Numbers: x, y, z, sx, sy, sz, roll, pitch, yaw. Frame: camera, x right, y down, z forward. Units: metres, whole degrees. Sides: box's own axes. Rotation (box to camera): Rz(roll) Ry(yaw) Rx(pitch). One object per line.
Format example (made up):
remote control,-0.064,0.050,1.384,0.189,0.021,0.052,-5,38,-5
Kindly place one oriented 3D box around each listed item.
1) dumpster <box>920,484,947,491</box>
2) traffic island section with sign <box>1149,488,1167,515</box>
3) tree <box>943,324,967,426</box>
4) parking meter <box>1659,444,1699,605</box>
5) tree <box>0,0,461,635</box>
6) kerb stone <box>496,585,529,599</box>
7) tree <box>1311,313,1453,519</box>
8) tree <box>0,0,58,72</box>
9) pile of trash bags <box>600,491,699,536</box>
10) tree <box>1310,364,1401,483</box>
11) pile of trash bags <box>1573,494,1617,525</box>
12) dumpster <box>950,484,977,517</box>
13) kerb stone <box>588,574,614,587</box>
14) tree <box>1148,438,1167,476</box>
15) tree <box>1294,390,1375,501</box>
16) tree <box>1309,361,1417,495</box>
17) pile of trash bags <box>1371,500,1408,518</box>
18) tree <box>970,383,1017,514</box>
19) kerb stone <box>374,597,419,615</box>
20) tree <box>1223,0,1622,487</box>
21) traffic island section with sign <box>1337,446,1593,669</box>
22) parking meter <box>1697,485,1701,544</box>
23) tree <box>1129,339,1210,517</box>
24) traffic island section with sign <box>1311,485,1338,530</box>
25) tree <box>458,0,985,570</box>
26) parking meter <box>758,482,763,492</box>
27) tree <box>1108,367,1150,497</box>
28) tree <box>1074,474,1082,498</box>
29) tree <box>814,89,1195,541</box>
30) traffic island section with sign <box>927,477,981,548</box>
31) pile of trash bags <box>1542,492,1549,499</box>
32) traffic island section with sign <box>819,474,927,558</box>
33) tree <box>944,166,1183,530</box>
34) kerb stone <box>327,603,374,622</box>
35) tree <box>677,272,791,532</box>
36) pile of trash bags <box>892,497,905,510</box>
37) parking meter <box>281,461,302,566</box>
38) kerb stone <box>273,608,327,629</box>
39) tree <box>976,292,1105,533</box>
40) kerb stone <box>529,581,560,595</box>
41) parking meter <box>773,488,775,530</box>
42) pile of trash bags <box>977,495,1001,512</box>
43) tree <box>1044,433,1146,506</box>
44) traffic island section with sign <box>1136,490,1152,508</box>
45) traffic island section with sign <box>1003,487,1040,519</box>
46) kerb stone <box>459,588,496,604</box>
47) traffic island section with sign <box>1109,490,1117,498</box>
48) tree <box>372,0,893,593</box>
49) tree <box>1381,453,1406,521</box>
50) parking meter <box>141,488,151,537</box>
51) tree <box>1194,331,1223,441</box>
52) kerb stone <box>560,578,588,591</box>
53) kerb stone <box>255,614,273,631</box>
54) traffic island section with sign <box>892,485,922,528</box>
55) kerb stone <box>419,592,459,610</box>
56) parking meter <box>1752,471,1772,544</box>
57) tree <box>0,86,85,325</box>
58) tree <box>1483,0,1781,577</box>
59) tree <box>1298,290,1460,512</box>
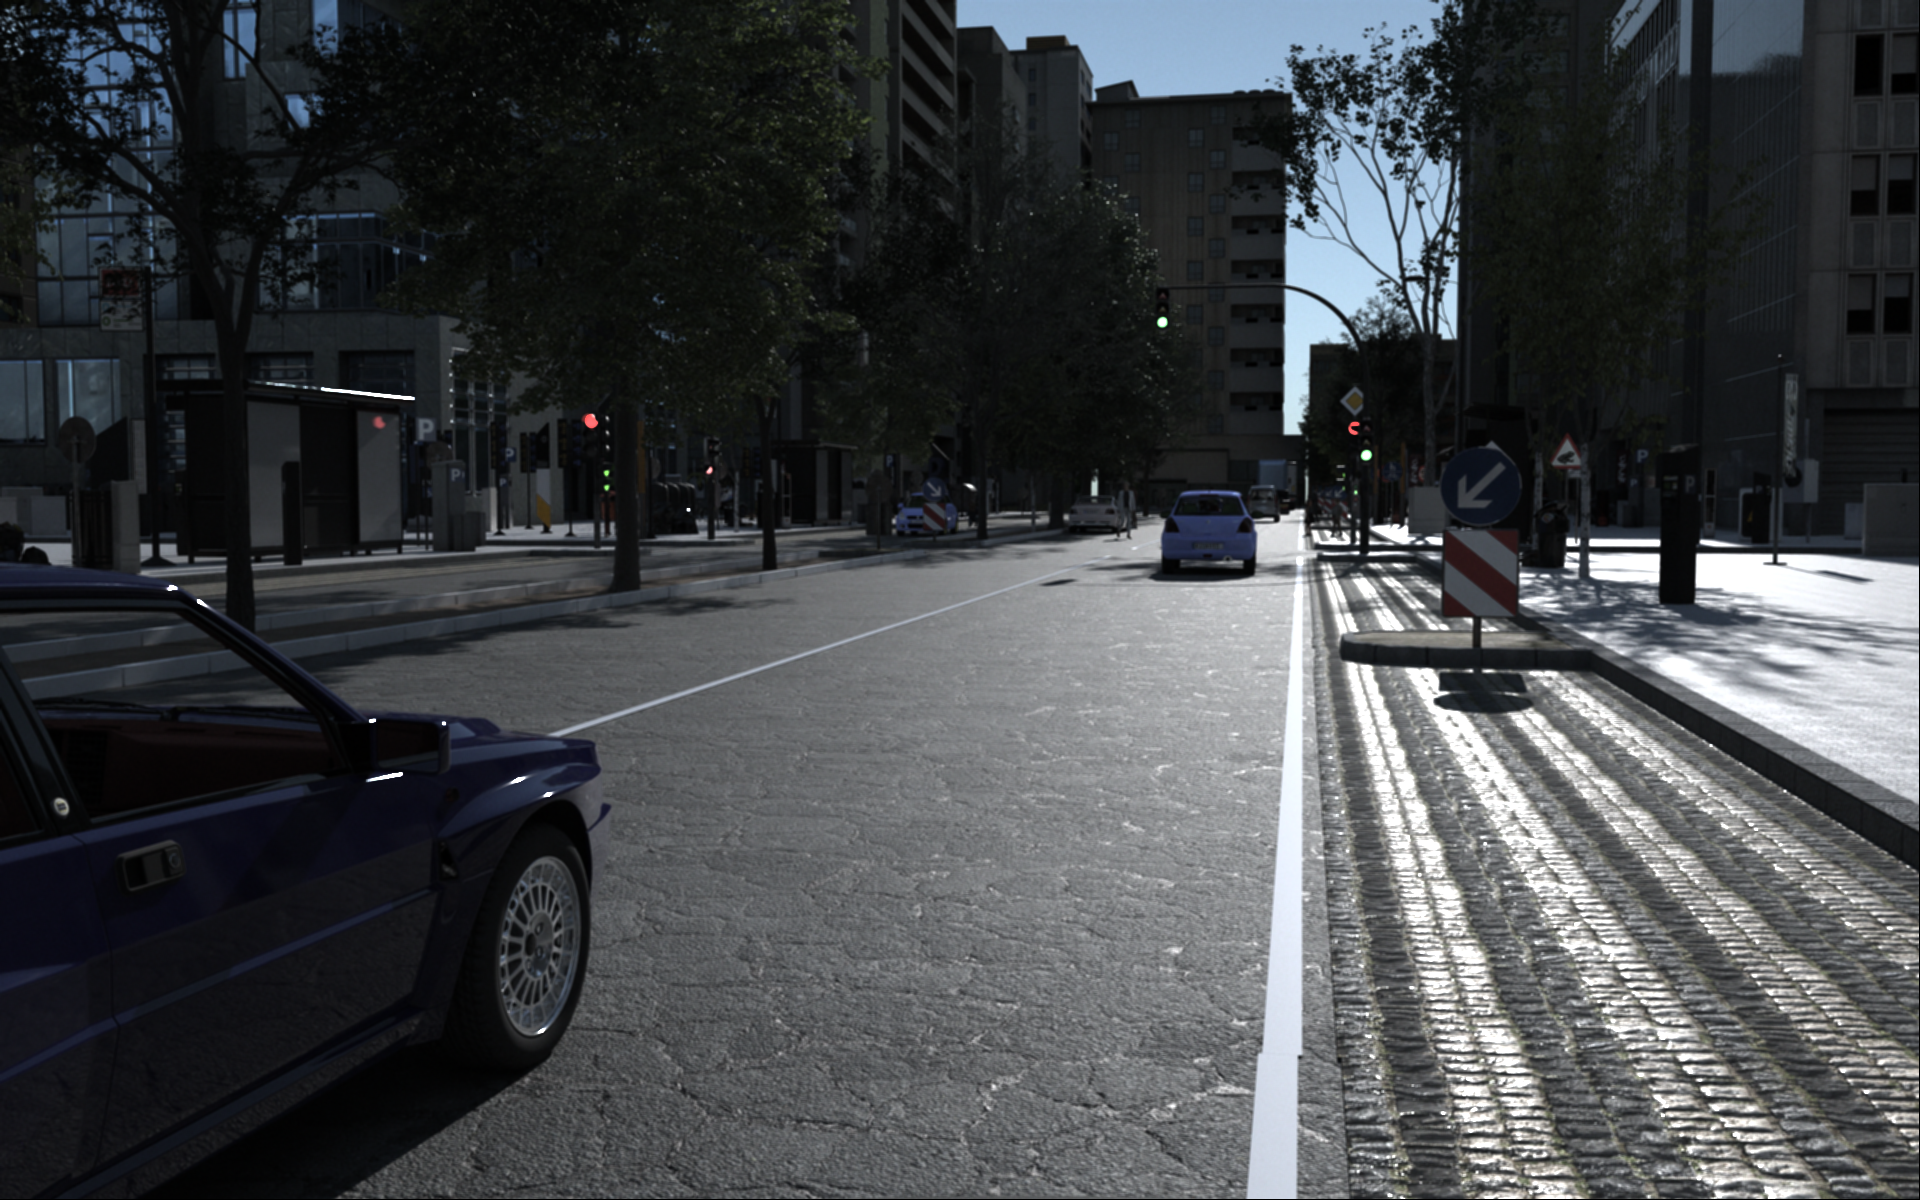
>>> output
dumpster,-1.449,-5.127,89.577,1.264,1.857,1.865,1,4,11
traffic island section with sign,14.002,-6.882,120.650,2.006,1.907,1.989,1,4,11
tree,-3.098,-10.035,82.196,7.486,12.596,7.792,0,3,0
parking meter,8.392,-0.888,20.228,0.399,1.863,0.255,-2,4,-32
tree,-6.506,-4.833,15.896,8.767,10.594,7.601,1,4,11
kerb stone,-6.233,-0.098,23.797,0.120,0.150,1.000,1,4,11
tree,21.774,-9.459,89.064,7.601,10.594,8.767,0,4,-1
tree,-7.846,-3.499,10.033,4.360,8.622,3.978,0,3,0
pile of trash bags,-9.994,-2.750,54.723,1.912,1.369,3.447,3,4,36
tree,31.706,-13.482,138.562,7.486,12.596,7.792,0,3,0
pile of trash bags,27.207,-3.887,73.306,1.912,1.369,3.447,-1,4,-20
dumpster,0.196,-5.639,97.953,1.264,1.857,1.865,1,4,11
kerb stone,-5.638,-0.275,26.807,0.120,0.150,1.000,1,4,11
tree,19.367,-15.995,195.933,8.767,10.594,7.601,-1,4,-17
tree,42.386,-17.578,194.062,9.857,13.997,8.962,0,3,0
tree,29.146,-12.201,125.248,9.928,11.665,9.643,0,3,0
pile of trash bags,23.924,-5.248,95.563,1.912,1.369,3.447,2,4,30
tree,2.509,-9.749,109.759,4.360,8.622,3.978,0,3,0
kerb stone,-6.828,0.093,20.775,0.120,0.150,1.000,1,4,11
tree,15.165,-12.336,57.587,12.611,20.169,13.585,0,3,0
traffic island section with sign,4.381,-0.404,15.228,1.989,1.847,2.006,1,4,11
parking meter,18.936,-2.223,44.754,0.372,1.533,0.369,0,3,0
tree,11.697,-10.984,107.803,9.928,11.665,9.643,0,3,0
traffic island section with sign,15.054,-3.709,69.274,1.989,1.847,2.006,1,4,11
tree,-3.505,-5.865,32.759,8.767,10.594,7.601,1,4,11
parking meter,-9.704,-4.866,85.277,0.399,1.863,0.255,1,4,8
tree,7.629,-8.168,86.368,4.737,8.622,4.395,0,3,0
tree,10.520,-9.718,153.483,1.663,3.219,1.824,0,3,0
tree,0.688,-8.554,52.690,12.009,13.543,11.850,0,3,0
traffic island section with sign,-0.562,-2.373,46.931,2.006,1.907,1.989,1,4,11
pile of trash bags,24.856,-4.148,77.579,3.447,1.369,1.912,-1,4,-19
traffic island section with sign,-2.008,-1.928,39.666,2.006,1.907,1.989,1,4,11
tree,3.825,-9.743,68.411,9.857,13.997,8.962,0,3,0
kerb stone,-7.033,0.148,19.772,0.120,0.150,1.000,1,4,11
tree,-7.542,-6.577,57.900,4.737,8.622,4.395,0,3,0
pile of trash bags,-3.112,-6.903,122.616,3.447,1.369,1.912,-1,4,-14
parking meter,-12.050,-1.561,31.233,0.255,1.863,0.399,-2,4,-33
kerb stone,-7.223,0.211,18.761,0.120,0.150,1.000,1,4,11
tree,2.612,-6.634,61.287,4.737,8.622,4.395,0,3,0
kerb stone,-6.032,-0.156,24.799,0.120,0.150,1.000,1,4,11
parking meter,-6.743,-3.230,61.226,0.372,1.533,0.369,0,3,0
pile of trash bags,1.294,-6.822,121.295,3.447,1.369,1.912,1,4,12
tree,9.485,-12.606,140.519,7.601,10.594,8.767,-1,4,-19
traffic island section with sign,18.413,-10.194,175.306,1.989,1.847,2.006,1,4,11
traffic island section with sign,3.601,-5.610,100.354,1.989,1.847,2.006,1,4,11
kerb stone,-6.429,-0.037,22.794,0.120,0.150,1.000,1,4,11
traffic island section with sign,13.127,-8.559,148.565,1.989,1.847,2.006,1,4,11
tree,-4.860,-6.398,25.189,7.486,12.596,7.792,0,3,0
tree,20.370,-5.326,81.689,1.663,3.219,1.824,0,3,0
parking meter,-24.482,-2.662,51.931,0.372,1.533,0.369,0,3,0
tree,9.439,-11.189,95.766,12.009,13.543,11.850,0,3,0
kerb stone,-5.833,-0.221,25.802,0.120,0.150,1.000,1,4,11
kerb stone,-7.422,0.271,17.758,0.120,0.150,1.000,1,4,11
traffic island section with sign,-1.881,-3.920,72.726,1.989,1.847,2.006,1,4,11
kerb stone,-6.633,0.025,21.793,0.120,0.150,1.000,1,4,11
parking meter,20.686,-2.384,44.683,0.255,1.863,0.399,-2,4,-33
tree,-14.723,-4.558,24.880,4.737,8.622,4.395,0,3,0
tree,9.691,-4.639,26.212,4.737,8.622,4.395,0,3,0
tree,25.137,-11.888,104.737,12.009,13.543,11.850,0,3,0
